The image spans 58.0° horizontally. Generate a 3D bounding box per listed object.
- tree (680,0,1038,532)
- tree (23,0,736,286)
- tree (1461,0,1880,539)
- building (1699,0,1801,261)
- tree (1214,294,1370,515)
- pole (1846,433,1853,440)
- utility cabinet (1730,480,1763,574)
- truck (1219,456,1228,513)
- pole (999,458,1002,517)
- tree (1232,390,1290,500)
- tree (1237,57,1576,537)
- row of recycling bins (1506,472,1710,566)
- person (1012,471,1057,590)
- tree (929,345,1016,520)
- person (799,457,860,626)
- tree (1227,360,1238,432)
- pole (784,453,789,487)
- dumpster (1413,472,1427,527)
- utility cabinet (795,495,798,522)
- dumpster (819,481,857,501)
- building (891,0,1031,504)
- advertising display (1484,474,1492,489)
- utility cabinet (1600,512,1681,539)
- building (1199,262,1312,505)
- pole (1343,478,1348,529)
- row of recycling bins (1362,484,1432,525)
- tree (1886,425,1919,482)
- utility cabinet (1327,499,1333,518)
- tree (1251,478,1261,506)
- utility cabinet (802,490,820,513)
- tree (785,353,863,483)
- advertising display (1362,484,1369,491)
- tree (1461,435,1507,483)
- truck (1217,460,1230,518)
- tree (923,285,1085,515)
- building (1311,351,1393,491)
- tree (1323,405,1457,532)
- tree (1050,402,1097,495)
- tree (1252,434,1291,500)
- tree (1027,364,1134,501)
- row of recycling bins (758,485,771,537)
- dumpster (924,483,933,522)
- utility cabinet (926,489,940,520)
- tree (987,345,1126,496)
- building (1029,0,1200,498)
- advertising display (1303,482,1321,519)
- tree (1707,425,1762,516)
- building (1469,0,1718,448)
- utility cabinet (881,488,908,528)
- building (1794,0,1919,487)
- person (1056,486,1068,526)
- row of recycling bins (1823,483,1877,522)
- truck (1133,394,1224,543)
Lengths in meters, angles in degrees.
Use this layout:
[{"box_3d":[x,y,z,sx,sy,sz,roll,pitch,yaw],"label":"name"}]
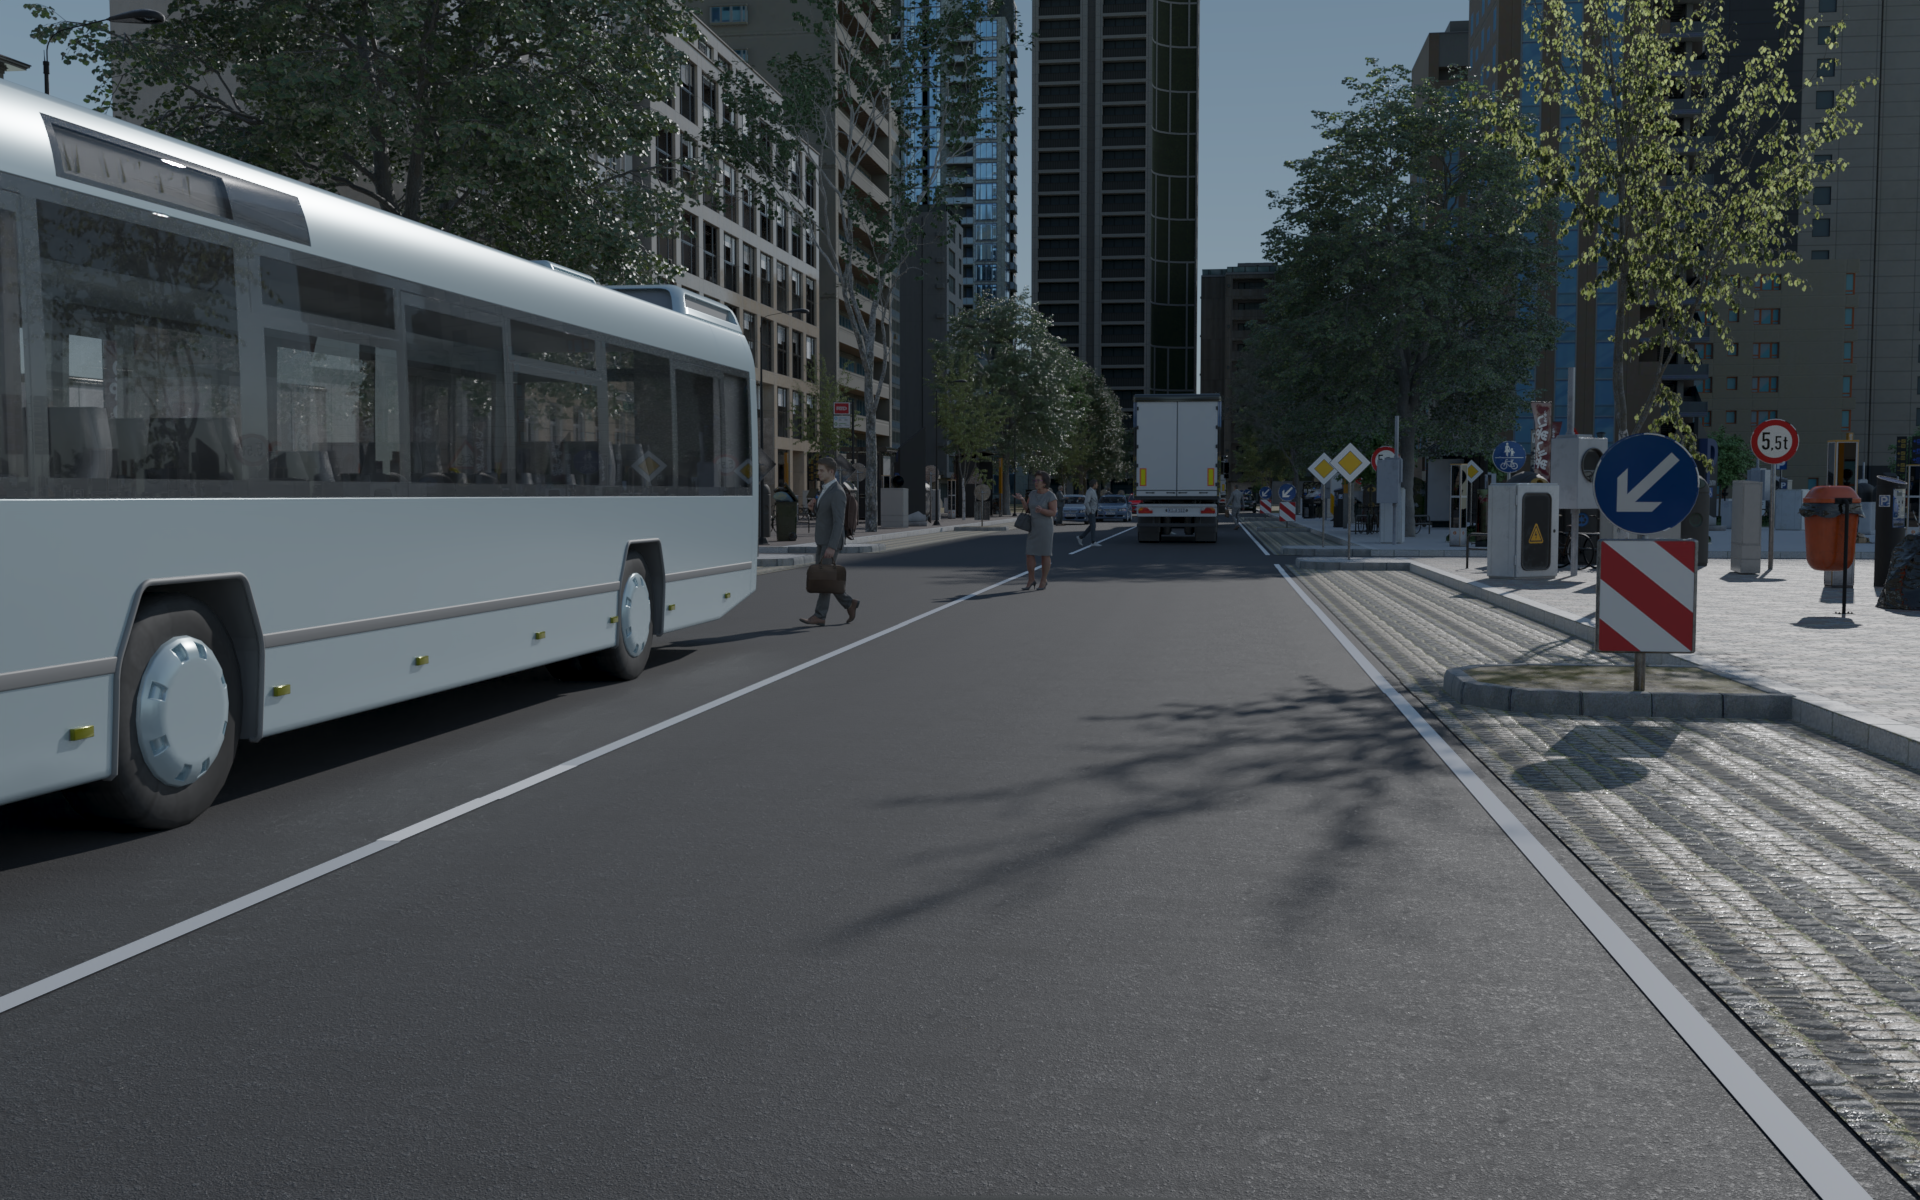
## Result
[{"box_3d":[-4.363,-12.332,57.515,12.611,20.169,13.585,0,3,0],"label":"tree"},{"box_3d":[-8.334,-7.315,26.261,9.857,13.997,8.962,0,3,0],"label":"tree"},{"box_3d":[8.048,-4.269,20.154,4.360,8.622,3.978,0,3,0],"label":"tree"},{"box_3d":[69.706,-44.088,159.084,20.611,71.187,20.563,1,4,8],"label":"building"},{"box_3d":[20.604,-11.965,106.003,12.009,13.543,11.850,0,3,0],"label":"tree"},{"box_3d":[29.572,-3.903,57.664,0.158,3.312,0.155,0,3,0],"label":"pole"},{"box_3d":[12.752,-1.185,28.062,0.318,1.500,1.173,1,4,17],"label":"utility cabinet"},{"box_3d":[19.114,-8.805,132.867,2.839,4.237,11.283,0,4,7],"label":"truck"},{"box_3d":[2.299,-6.369,97.978,0.158,3.312,0.155,0,3,0],"label":"pole"},{"box_3d":[32.008,-16.073,180.918,7.486,12.596,7.792,0,3,0],"label":"tree"},{"box_3d":[13.466,-8.866,51.609,9.857,13.997,8.962,0,3,0],"label":"tree"},{"box_3d":[11.722,-1.495,31.561,3.534,1.692,1.069,1,4,14],"label":"row of recycling bins"},{"box_3d":[1.077,-1.038,25.837,0.716,1.782,0.532,3,4,38],"label":"person"},{"box_3d":[0.317,-8.232,84.959,4.737,8.622,4.395,0,3,0],"label":"tree"},{"box_3d":[-1.390,-0.636,18.870,0.822,1.834,0.622,-2,4,-31],"label":"person"},{"box_3d":[23.380,-13.028,119.670,9.857,13.997,8.962,0,3,0],"label":"tree"},{"box_3d":[-8.551,-5.598,85.369,0.158,3.312,0.155,0,3,0],"label":"pole"},{"box_3d":[17.576,-4.000,67.900,1.502,2.255,1.985,1,4,8],"label":"dumpster"},{"box_3d":[-7.777,-4.087,77.987,1.020,1.237,0.306,2,4,30],"label":"utility cabinet"},{"box_3d":[-4.928,-3.917,69.806,1.264,1.857,1.865,1,4,8],"label":"dumpster"},{"box_3d":[-5.459,-55.887,226.416,31.000,86.520,22.319,1,4,8],"label":"building"},{"box_3d":[17.318,-3.159,56.857,0.123,1.923,0.974,1,4,11],"label":"advertising display"},{"box_3d":[9.807,-0.998,24.990,1.173,1.500,0.318,-1,4,-18],"label":"utility cabinet"},{"box_3d":[37.351,-27.368,219.171,14.107,30.474,14.160,1,4,8],"label":"building"},{"box_3d":[14.296,-4.302,64.183,0.158,3.312,0.155,0,3,0],"label":"pole"},{"box_3d":[18.366,-3.986,72.289,1.069,1.692,3.534,-3,5,-42],"label":"row of recycling bins"},{"box_3d":[40.214,-5.361,71.366,4.285,4.588,4.351,0,3,0],"label":"tree"},{"box_3d":[19.893,-5.108,92.193,1.173,1.500,0.318,-2,4,-32],"label":"utility cabinet"},{"box_3d":[32.804,-11.878,188.806,1.663,3.219,1.824,0,3,0],"label":"tree"},{"box_3d":[-8.907,-5.857,104.441,1.173,1.500,0.318,-1,4,-9],"label":"utility cabinet"},{"box_3d":[-6.854,-8.533,89.880,4.737,8.622,4.395,0,3,0],"label":"tree"},{"box_3d":[22.180,-5.404,93.562,0.974,1.923,0.123,1,4,17],"label":"advertising display"},{"box_3d":[26.159,-6.324,87.114,4.285,4.588,4.351,0,3,0],"label":"tree"},{"box_3d":[10.122,-4.931,76.540,3.469,3.379,9.791,1,4,9],"label":"truck"},{"box_3d":[2.668,-12.135,105.065,9.857,13.997,8.962,0,3,0],"label":"tree"},{"box_3d":[59.622,-23.116,222.987,28.899,21.520,27.650,1,4,8],"label":"building"},{"box_3d":[14.006,-4.608,59.052,4.285,4.588,4.351,0,3,0],"label":"tree"},{"box_3d":[8.344,-11.308,135.255,4.737,8.622,4.395,0,3,0],"label":"tree"},{"box_3d":[29.022,-12.932,161.803,4.737,8.622,4.395,0,3,0],"label":"tree"},{"box_3d":[10.471,-14.308,150.949,9.611,12.733,9.660,0,3,0],"label":"tree"},{"box_3d":[-7.275,-2.671,50.791,3.534,1.692,1.069,-1,4,-23],"label":"row of recycling bins"},{"box_3d":[-1.983,-4.428,78.149,1.264,1.857,1.865,1,4,8],"label":"dumpster"},{"box_3d":[-1.544,-4.563,83.290,1.173,1.500,0.318,1,4,10],"label":"utility cabinet"},{"box_3d":[5.429,-11.752,117.898,9.928,11.665,9.643,0,3,0],"label":"tree"},{"box_3d":[20.308,-48.040,223.713,20.611,71.187,20.563,1,4,8],"label":"building"},{"box_3d":[18.475,-5.240,90.884,0.974,1.923,0.123,0,4,-4],"label":"advertising display"},{"box_3d":[35.556,-5.939,80.822,4.285,4.588,4.351,0,3,0],"label":"tree"},{"box_3d":[43.969,-28.908,122.758,14.600,45.320,14.200,1,4,8],"label":"building"},{"box_3d":[-2.449,-3.444,64.988,1.173,1.500,0.318,3,5,43],"label":"utility cabinet"},{"box_3d":[90.284,-43.933,156.563,20.611,71.187,20.563,1,4,8],"label":"building"},{"box_3d":[4.586,-4.231,77.855,0.590,1.801,0.661,0,4,-8],"label":"person"},{"box_3d":[33.009,-3.468,63.817,1.069,1.692,3.534,-1,4,-14],"label":"row of recycling bins"},{"box_3d":[6.865,-3.988,54.117,2.839,4.237,11.283,0,4,8],"label":"truck"}]
